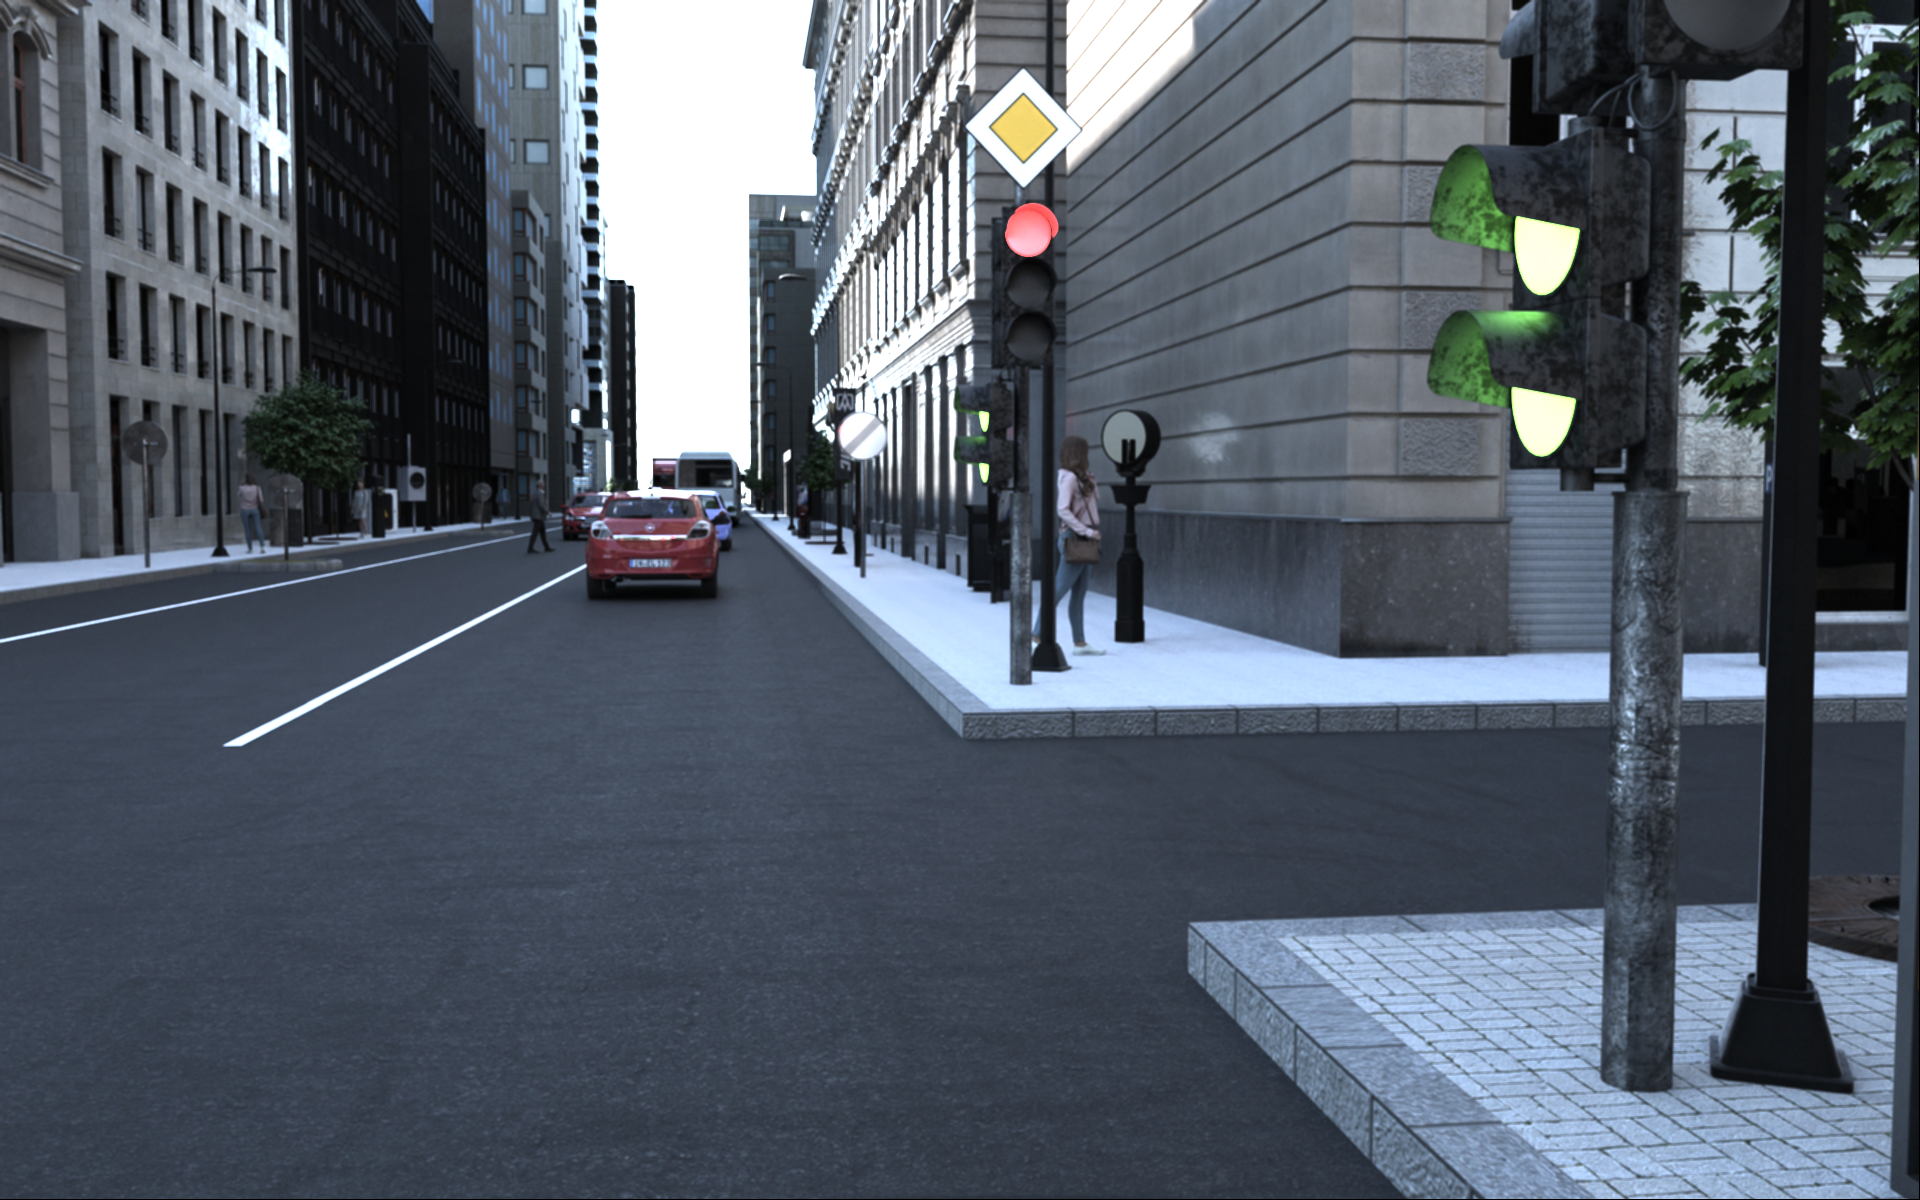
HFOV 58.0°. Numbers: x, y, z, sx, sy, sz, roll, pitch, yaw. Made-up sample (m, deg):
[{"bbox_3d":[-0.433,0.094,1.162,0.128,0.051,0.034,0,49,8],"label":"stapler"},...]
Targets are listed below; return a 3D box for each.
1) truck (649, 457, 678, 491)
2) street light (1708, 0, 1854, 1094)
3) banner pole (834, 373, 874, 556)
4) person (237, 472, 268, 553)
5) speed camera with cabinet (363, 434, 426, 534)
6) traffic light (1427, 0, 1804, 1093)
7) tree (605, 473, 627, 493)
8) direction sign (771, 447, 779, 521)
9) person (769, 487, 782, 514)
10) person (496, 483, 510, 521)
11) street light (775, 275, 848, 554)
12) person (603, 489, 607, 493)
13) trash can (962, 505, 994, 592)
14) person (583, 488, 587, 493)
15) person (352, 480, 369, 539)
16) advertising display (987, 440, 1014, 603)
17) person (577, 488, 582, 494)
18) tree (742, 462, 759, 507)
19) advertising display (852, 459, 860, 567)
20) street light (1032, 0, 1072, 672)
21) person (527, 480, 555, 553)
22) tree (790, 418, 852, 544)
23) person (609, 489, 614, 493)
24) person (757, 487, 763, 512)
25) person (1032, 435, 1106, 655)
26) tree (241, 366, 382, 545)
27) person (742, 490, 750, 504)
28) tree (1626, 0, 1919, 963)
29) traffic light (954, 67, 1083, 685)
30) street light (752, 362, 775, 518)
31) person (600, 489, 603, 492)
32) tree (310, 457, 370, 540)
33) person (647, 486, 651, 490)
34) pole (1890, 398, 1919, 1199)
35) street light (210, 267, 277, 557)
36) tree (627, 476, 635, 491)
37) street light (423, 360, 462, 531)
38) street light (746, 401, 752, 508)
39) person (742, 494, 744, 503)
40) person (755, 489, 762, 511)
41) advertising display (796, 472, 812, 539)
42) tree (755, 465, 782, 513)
[{"bbox_3d":[-22.562,-8.869,133.915,2.839,4.237,11.283,-1,4,-9],"label":"truck"},{"bbox_3d":[1.294,-1.902,3.632,1.470,5.913,1.316,0,4,-8],"label":"street light"},{"bbox_3d":[-2.220,-2.807,35.918,0.863,3.779,0.401,-1,4,-15],"label":"banner pole"},{"bbox_3d":[-15.258,-1.882,37.409,0.593,1.750,0.643,-2,4,-29],"label":"person"},{"bbox_3d":[-18.493,-3.808,56.595,0.660,3.252,2.038,3,5,40],"label":"speed camera with cabinet"},{"bbox_3d":[1.458,-0.902,3.666,0.839,4.253,0.868,0,4,-8],"label":"traffic light"},{"bbox_3d":[-31.797,-9.985,157.862,1.663,3.219,1.824,0,3,0],"label":"tree"},{"bbox_3d":[-8.969,-5.625,83.970,0.379,3.537,0.876,0,4,-1],"label":"direction sign"},{"bbox_3d":[-12.176,-6.552,113.886,1.217,1.743,0.721,3,5,42],"label":"person"},{"bbox_3d":[-21.633,-4.624,81.990,0.601,1.785,0.444,0,4,8],"label":"person"},{"bbox_3d":[-3.118,-3.935,36.883,1.470,5.913,1.316,0,4,-8],"label":"street light"},{"bbox_3d":[-33.001,-9.429,160.876,0.551,1.740,0.621,-1,4,-14],"label":"person"},{"bbox_3d":[0.403,-0.686,22.864,0.748,1.137,0.748,0,3,0],"label":"trash can"},{"bbox_3d":[-27.070,-7.265,125.562,0.721,1.736,1.217,-1,4,-11],"label":"person"},{"bbox_3d":[-17.284,-2.627,49.991,0.512,1.701,0.522,1,4,13],"label":"person"},{"bbox_3d":[0.511,-0.948,20.719,0.123,1.923,0.974,1,4,16],"label":"advertising display"},{"bbox_3d":[-26.444,-6.910,119.814,0.721,1.735,1.217,-1,4,-22],"label":"person"},{"bbox_3d":[-20.496,-11.592,173.246,4.285,4.588,4.351,0,3,0],"label":"tree"},{"bbox_3d":[-1.831,-1.561,30.729,0.123,1.923,0.974,0,4,-7],"label":"advertising display"},{"bbox_3d":[0.106,-2.438,12.405,1.470,5.913,1.316,0,4,-8],"label":"street light"},{"bbox_3d":[-10.210,-2.044,42.319,0.834,1.777,0.661,-3,5,-43],"label":"person"},{"bbox_3d":[-3.455,-3.048,44.438,1.663,3.219,1.824,0,3,0],"label":"tree"},{"bbox_3d":[-31.368,-9.127,155.959,1.217,1.739,0.721,-1,4,-9],"label":"person"},{"bbox_3d":[-14.277,-7.196,123.792,0.705,1.812,1.348,-2,4,-26],"label":"person"},{"bbox_3d":[0.838,-0.433,13.705,0.643,1.750,0.593,0,4,5],"label":"person"},{"bbox_3d":[-16.612,-3.709,44.362,4.285,4.588,4.351,0,3,0],"label":"tree"},{"bbox_3d":[-28.353,-13.623,228.757,1.348,1.826,0.705,-1,4,-22],"label":"person"},{"bbox_3d":[3.051,-0.639,5.055,1.663,3.219,1.824,0,3,0],"label":"tree"},{"bbox_3d":[0.392,-1.386,11.580,0.839,4.253,0.868,0,4,-8],"label":"traffic light"},{"bbox_3d":[-6.519,-5.431,61.337,1.470,5.913,1.316,0,4,-8],"label":"street light"},{"bbox_3d":[-30.052,-8.451,144.894,0.721,1.739,1.217,0,4,2],"label":"person"},{"bbox_3d":[-17.487,-3.296,48.499,1.663,3.219,1.824,0,3,0],"label":"tree"},{"bbox_3d":[-13.035,-3.926,73.109,0.534,1.772,0.576,3,4,36],"label":"person"},{"bbox_3d":[1.802,-0.562,3.027,0.158,3.312,0.155,0,3,0],"label":"pole"},{"bbox_3d":[-14.653,-3.848,35.457,1.470,5.913,1.316,0,4,-8],"label":"street light"},{"bbox_3d":[-35.310,-11.612,184.456,1.663,3.219,1.824,0,3,0],"label":"tree"},{"bbox_3d":[-17.989,-5.364,60.237,1.470,5.913,1.316,0,4,-8],"label":"street light"},{"bbox_3d":[-9.726,-6.942,86.045,1.470,5.913,1.316,0,4,-8],"label":"street light"},{"bbox_3d":[-29.697,-13.978,237.818,0.421,1.427,0.697,3,4,38],"label":"person"},{"bbox_3d":[-14.864,-7.357,127.803,0.593,1.643,0.415,-3,5,-43],"label":"person"},{"bbox_3d":[-4.490,-2.730,49.848,0.123,1.923,0.974,-2,4,-26],"label":"advertising display"},{"bbox_3d":[-14.250,-8.050,126.218,1.663,3.219,1.824,0,3,0],"label":"tree"}]
